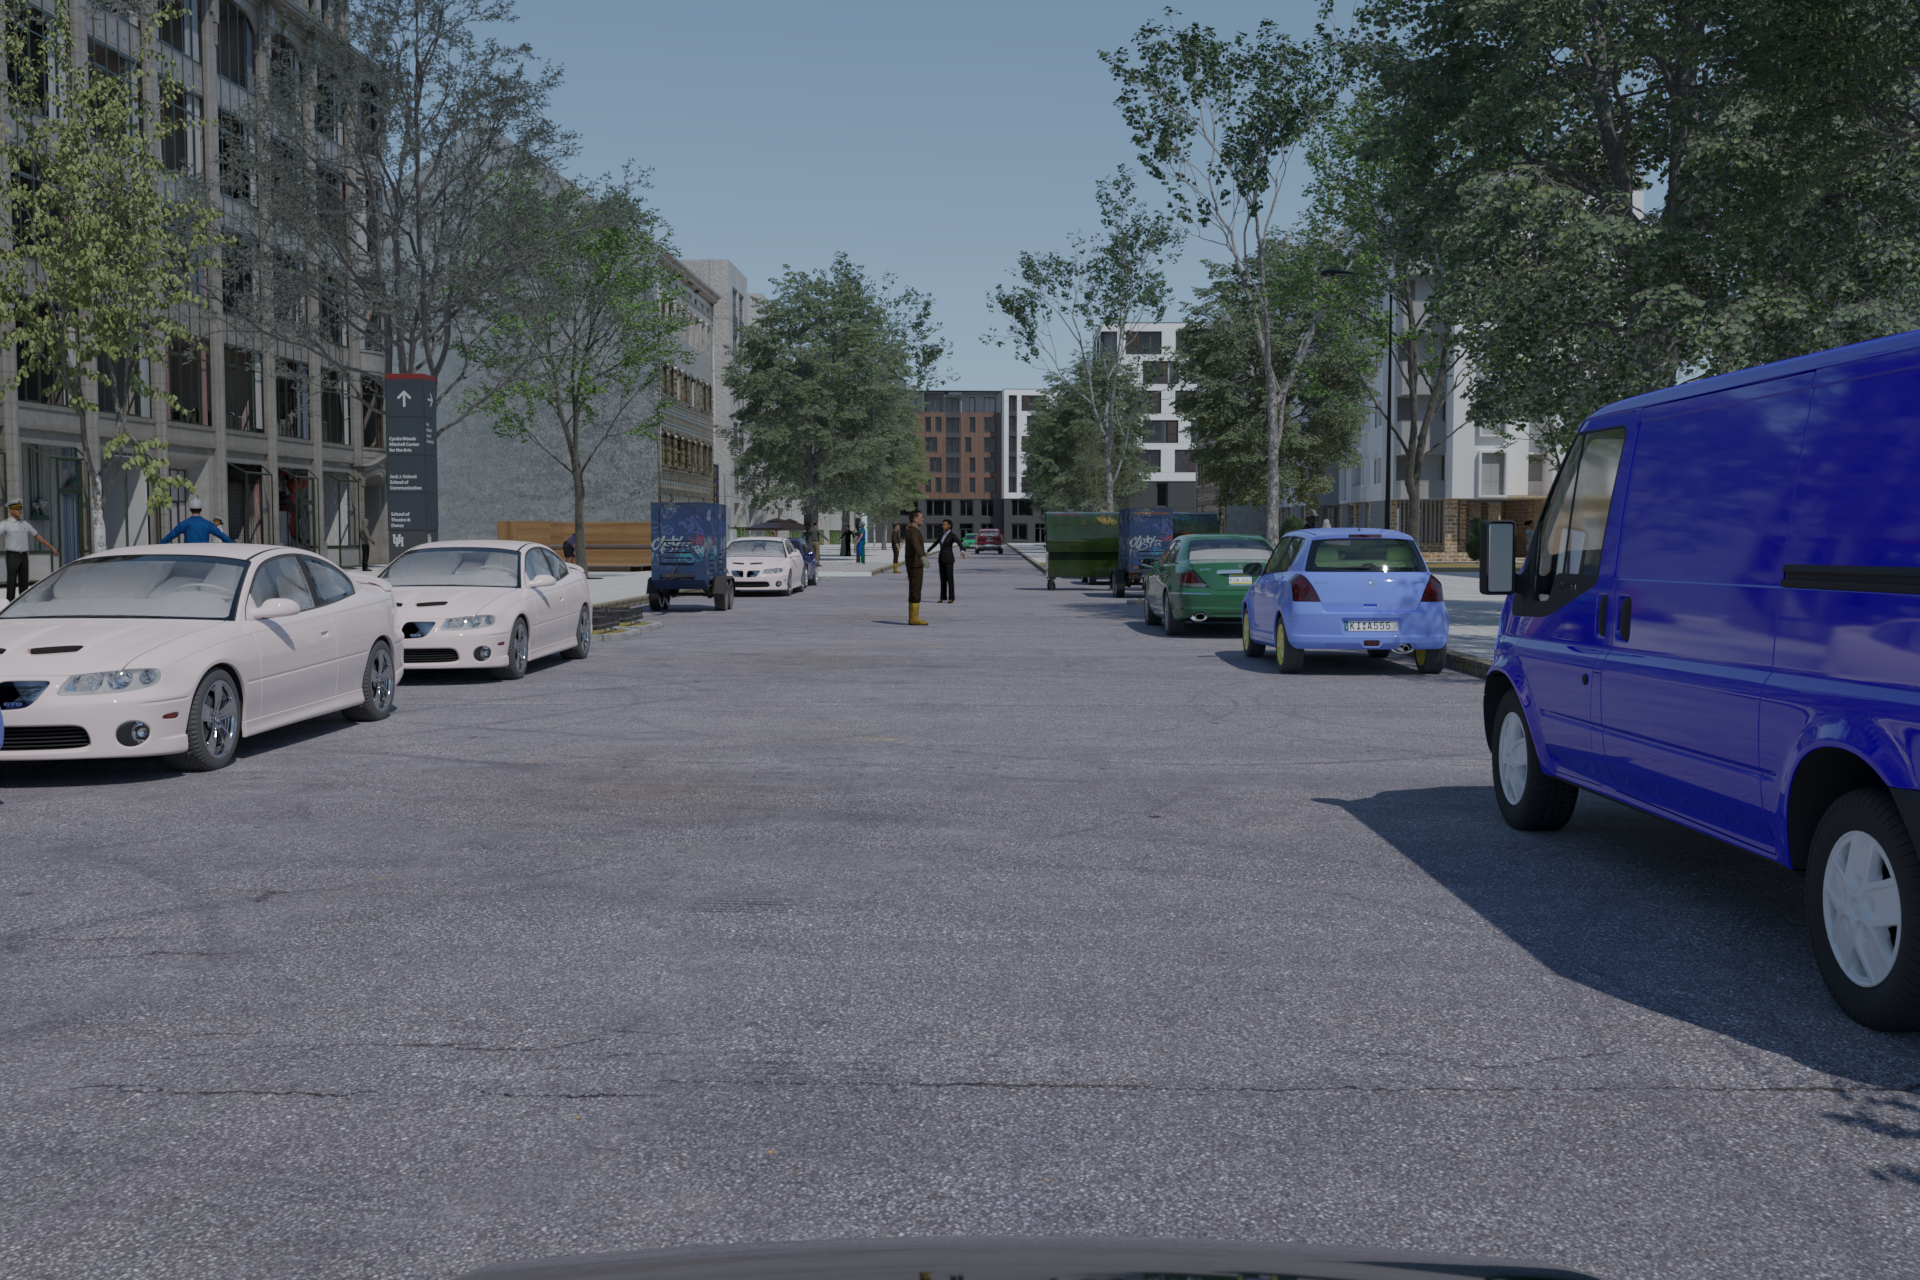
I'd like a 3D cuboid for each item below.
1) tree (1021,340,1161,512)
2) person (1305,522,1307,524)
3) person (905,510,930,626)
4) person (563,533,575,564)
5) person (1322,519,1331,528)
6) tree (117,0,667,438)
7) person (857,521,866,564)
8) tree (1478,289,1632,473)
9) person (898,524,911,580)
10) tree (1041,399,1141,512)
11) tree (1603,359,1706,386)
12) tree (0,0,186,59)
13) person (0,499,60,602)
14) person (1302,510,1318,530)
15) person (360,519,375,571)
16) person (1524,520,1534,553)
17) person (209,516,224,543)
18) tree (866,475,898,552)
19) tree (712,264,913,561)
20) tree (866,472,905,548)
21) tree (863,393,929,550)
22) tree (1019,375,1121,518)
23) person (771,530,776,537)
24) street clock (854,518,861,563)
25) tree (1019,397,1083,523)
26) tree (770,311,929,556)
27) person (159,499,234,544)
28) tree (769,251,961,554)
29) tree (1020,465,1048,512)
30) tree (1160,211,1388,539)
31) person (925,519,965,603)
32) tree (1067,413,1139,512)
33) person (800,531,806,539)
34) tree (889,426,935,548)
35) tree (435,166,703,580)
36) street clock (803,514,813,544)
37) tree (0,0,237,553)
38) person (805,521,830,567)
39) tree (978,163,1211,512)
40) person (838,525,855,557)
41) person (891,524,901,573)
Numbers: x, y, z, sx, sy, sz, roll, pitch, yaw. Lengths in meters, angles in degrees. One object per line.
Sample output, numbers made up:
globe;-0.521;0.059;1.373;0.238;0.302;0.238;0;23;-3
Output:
tree;8.728;-12.781;115.630;9.857;13.997;8.962;0;3;0
person;16.464;-4.677;82.243;0.705;1.856;1.354;2;4;32
person;-0.671;-1.140;27.234;0.704;1.812;1.346;-1;4;-8
person;-12.329;-2.810;55.221;0.697;1.427;0.421;2;4;27
person;11.229;-2.830;53.048;1.217;1.736;0.721;1;4;22
tree;-11.174;-7.619;34.935;12.009;13.543;11.850;0;3;0
person;-4.177;-4.117;73.437;0.704;1.817;1.347;0;4;4
tree;25.092;-8.895;71.191;9.928;11.665;9.643;0;3;0
person;-1.650;-2.721;53.742;0.721;1.733;1.217;1;4;21
tree;9.426;-12.351;127.697;9.928;11.665;9.643;0;3;0
tree;25.400;-6.834;62.100;4.360;8.622;3.978;0;3;0
tree;-11.412;-6.294;13.277;12.009;13.543;11.850;0;3;0
person;-15.372;-1.375;28.267;0.704;1.855;1.343;2;4;26
person;8.166;-2.097;40.155;0.704;1.845;1.351;2;4;27
person;-20.409;-3.267;59.551;0.705;1.813;1.348;-2;4;-33
person;18.733;-3.048;56.609;0.721;1.739;1.217;3;4;38
person;-20.047;-2.455;46.602;0.721;1.778;1.216;-2;4;-35
tree;-6.172;-10.797;126.895;4.360;8.622;3.978;0;3;0
tree;-6.956;-10.790;83.076;9.857;13.997;8.962;0;3;0
tree;-6.286;-11.923;145.309;4.737;8.622;4.395;0;3;0
tree;-6.085;-13.399;137.198;7.486;12.596;7.792;0;3;0
tree;9.431;-14.220;139.155;9.857;13.997;8.962;0;3;0
person;-7.074;-3.425;65.260;0.991;1.433;0.599;-2;4;-32
street clock;-4.549;-4.453;77.375;0.358;2.002;0.471;0;4;2
tree;9.479;-15.026;152.323;9.857;13.997;8.962;0;3;0
tree;-6.657;-11.775;99.170;9.857;13.997;8.962;0;3;0
person;-12.162;-1.329;27.610;1.347;1.842;0.705;-2;4;-24
tree;-6.315;-15.817;114.505;12.611;20.169;13.585;0;3;0
tree;9.138;-14.085;164.708;7.601;10.594;8.767;0;4;-6
tree;12.650;-10.005;70.230;9.857;13.997;8.962;0;3;0
person;-0.329;-1.631;35.848;1.216;1.740;0.721;3;5;44
tree;8.112;-9.456;104.960;4.360;8.622;3.978;0;3;0
person;-8.242;-5.227;91.640;0.705;1.806;1.347;-1;4;-20
tree;-6.015;-14.368;160.676;9.928;11.665;9.643;0;3;0
tree;-10.905;-7.538;49.001;9.928;11.665;9.643;0;3;0
street clock;-5.383;-3.466;61.246;0.358;2.002;0.471;0;4;3
tree;-11.288;-4.399;22.282;4.737;8.622;4.395;0;3;0
person;-5.656;-3.780;68.082;1.348;1.796;0.705;3;4;37
tree;7.331;-14.404;91.402;12.611;20.169;13.585;0;3;0
person;-6.386;-5.641;98.423;1.347;1.806;0.705;3;5;43
person;-2.314;-3.355;63.443;0.704;1.812;1.346;0;3;0
